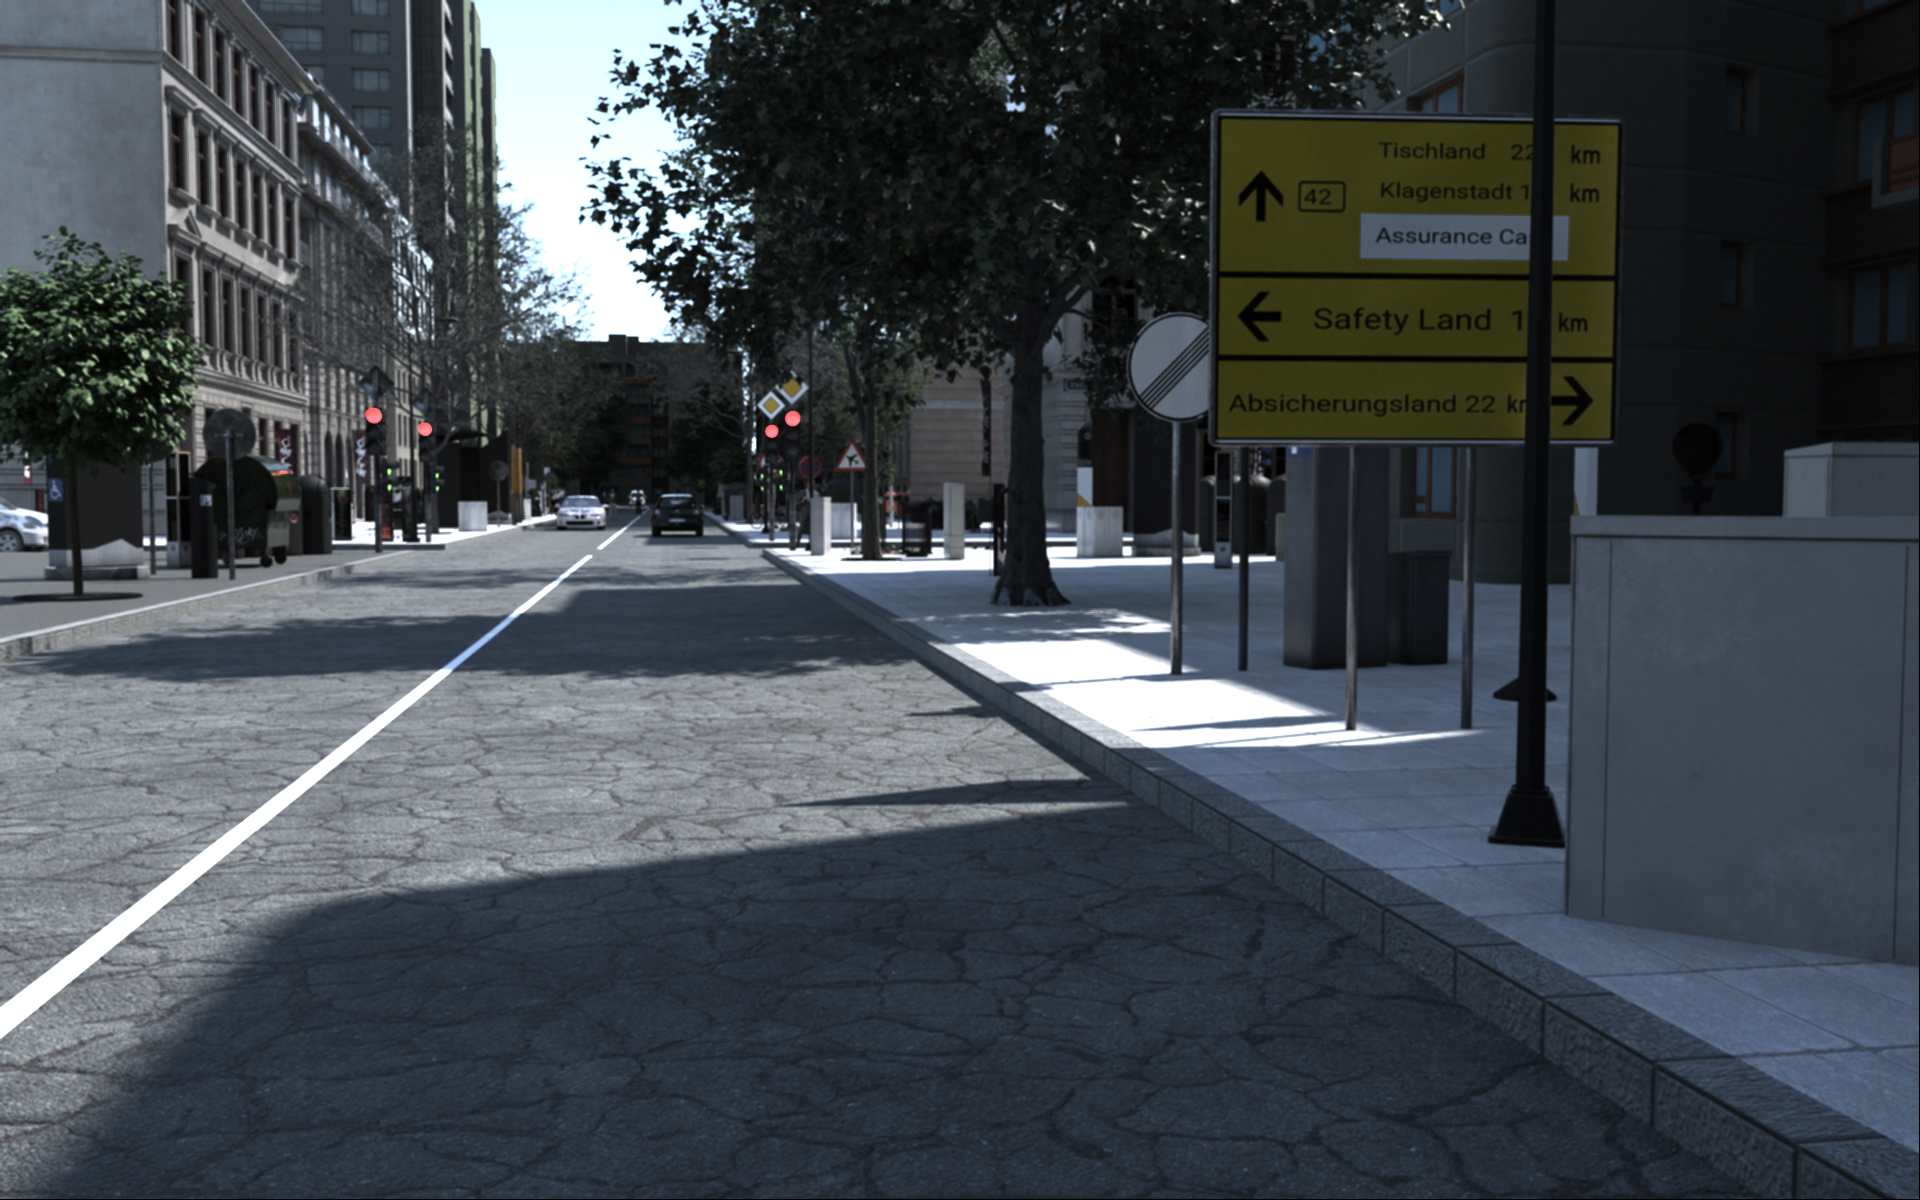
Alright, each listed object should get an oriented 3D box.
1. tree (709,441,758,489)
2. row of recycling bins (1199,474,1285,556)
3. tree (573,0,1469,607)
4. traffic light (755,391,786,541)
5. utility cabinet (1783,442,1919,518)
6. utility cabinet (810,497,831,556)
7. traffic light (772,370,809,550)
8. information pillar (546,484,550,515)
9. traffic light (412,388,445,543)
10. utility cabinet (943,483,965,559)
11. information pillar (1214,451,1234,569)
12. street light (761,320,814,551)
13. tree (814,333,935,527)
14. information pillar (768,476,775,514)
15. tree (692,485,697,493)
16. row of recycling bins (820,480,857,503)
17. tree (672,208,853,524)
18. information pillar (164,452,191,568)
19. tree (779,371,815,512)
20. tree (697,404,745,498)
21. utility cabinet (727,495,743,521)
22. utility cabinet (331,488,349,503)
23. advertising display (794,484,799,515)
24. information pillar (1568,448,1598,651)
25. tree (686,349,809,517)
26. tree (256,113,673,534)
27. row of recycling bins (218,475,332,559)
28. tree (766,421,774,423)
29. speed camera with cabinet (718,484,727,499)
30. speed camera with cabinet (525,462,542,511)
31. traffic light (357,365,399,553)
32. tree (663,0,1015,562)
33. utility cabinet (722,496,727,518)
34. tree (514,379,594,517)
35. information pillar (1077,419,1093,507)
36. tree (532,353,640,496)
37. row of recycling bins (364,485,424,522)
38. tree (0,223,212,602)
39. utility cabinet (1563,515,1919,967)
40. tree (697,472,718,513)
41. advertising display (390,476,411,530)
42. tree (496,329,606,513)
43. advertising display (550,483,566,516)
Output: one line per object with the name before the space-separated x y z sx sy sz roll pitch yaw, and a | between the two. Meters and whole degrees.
tree | -13.430 -7.347 103.833 4.285 4.588 4.351 0 3 0
row of recycling bins | 6.184 -1.854 37.420 1.069 1.692 3.534 -2 4 -26
tree | 0.787 -6.282 19.718 9.611 12.733 9.660 0 3 0
traffic light | -5.158 -3.565 47.214 0.839 4.253 0.868 -1 4 -10
utility cabinet | 4.228 0.061 7.677 1.173 1.500 0.318 -1 4 -14
utility cabinet | -2.930 -1.541 36.362 0.306 1.237 1.020 0 4 4
traffic light | -3.832 -3.084 39.339 0.839 4.253 0.868 -1 4 -10
information pillar | -25.533 -6.270 107.003 0.304 2.012 0.304 -1 4 -17
traffic light | -14.042 -3.473 45.706 0.839 4.253 0.868 -1 4 -10
utility cabinet | -0.108 -1.558 34.152 0.318 1.500 1.173 0 4 -6
information pillar | 4.545 -1.550 29.828 0.304 2.012 0.304 1 4 13
street light | -3.881 -4.054 38.826 1.470 5.913 1.316 -1 4 -10
tree | -2.883 -7.116 66.715 4.737 8.622 4.395 0 3 0
information pillar | -7.259 -4.606 66.661 0.183 3.616 0.504 -2 4 -32
tree | -28.070 -11.716 186.160 1.663 3.219 1.824 0 3 0
row of recycling bins | -3.600 -2.728 51.715 1.069 1.692 3.534 -1 4 -8
tree | -8.842 -9.980 73.535 12.009 13.543 11.850 0 3 0
information pillar | -13.617 -1.571 30.174 0.304 2.012 0.304 1 4 20
tree | -6.860 -8.431 88.216 4.737 8.622 4.395 0 3 0
tree | -19.224 -11.466 137.833 4.360 8.622 3.978 0 3 0
utility cabinet | -10.626 -4.353 82.330 0.306 1.237 1.020 1 4 15
utility cabinet | -22.950 -3.346 63.386 1.173 1.500 0.318 -2 4 -24
advertising display | -10.157 -6.207 106.698 0.123 1.923 0.974 1 4 19
information pillar | 5.058 -1.383 13.966 0.183 3.616 0.504 0 4 8
tree | -11.667 -9.906 96.367 7.601 10.594 8.767 -1 4 -11
tree | -16.773 -8.862 55.258 12.009 13.543 11.850 0 3 0
row of recycling bins | -14.300 -1.744 35.625 1.069 1.692 3.534 1 4 17
tree | -10.518 -9.865 111.662 4.737 8.622 4.395 0 3 0
speed camera with cabinet | -14.584 -7.190 111.890 2.038 3.252 0.660 1 4 19
speed camera with cabinet | -26.404 -6.905 107.231 0.660 3.252 2.038 -2 4 -28
traffic light | -12.715 -2.991 37.832 0.839 4.253 0.868 -1 4 -10
tree | -1.874 -6.562 33.040 9.928 11.665 9.643 0 3 0
utility cabinet | -12.068 -4.878 90.913 1.020 1.237 0.306 3 4 38
tree | -23.237 -9.018 97.803 4.360 8.622 3.978 0 3 0
information pillar | 3.875 -3.799 53.464 0.504 3.616 0.183 1 4 22
tree | -34.705 -15.566 161.158 9.857 13.997 8.962 0 3 0
row of recycling bins | -26.169 -4.531 81.202 3.534 1.692 1.069 0 4 2
tree | -10.855 -2.300 21.312 4.285 4.588 4.351 0 3 0
utility cabinet | 2.327 0.374 5.045 1.020 1.237 0.306 3 4 36
tree | -16.403 -7.509 117.366 1.663 3.219 1.824 0 3 0
advertising display | -20.302 -3.512 62.641 0.974 1.923 0.123 -1 4 -8
tree | -27.474 -12.220 117.928 7.486 12.596 7.792 0 3 0
advertising display | -24.050 -6.016 103.570 0.974 1.923 0.123 -3 5 -39
